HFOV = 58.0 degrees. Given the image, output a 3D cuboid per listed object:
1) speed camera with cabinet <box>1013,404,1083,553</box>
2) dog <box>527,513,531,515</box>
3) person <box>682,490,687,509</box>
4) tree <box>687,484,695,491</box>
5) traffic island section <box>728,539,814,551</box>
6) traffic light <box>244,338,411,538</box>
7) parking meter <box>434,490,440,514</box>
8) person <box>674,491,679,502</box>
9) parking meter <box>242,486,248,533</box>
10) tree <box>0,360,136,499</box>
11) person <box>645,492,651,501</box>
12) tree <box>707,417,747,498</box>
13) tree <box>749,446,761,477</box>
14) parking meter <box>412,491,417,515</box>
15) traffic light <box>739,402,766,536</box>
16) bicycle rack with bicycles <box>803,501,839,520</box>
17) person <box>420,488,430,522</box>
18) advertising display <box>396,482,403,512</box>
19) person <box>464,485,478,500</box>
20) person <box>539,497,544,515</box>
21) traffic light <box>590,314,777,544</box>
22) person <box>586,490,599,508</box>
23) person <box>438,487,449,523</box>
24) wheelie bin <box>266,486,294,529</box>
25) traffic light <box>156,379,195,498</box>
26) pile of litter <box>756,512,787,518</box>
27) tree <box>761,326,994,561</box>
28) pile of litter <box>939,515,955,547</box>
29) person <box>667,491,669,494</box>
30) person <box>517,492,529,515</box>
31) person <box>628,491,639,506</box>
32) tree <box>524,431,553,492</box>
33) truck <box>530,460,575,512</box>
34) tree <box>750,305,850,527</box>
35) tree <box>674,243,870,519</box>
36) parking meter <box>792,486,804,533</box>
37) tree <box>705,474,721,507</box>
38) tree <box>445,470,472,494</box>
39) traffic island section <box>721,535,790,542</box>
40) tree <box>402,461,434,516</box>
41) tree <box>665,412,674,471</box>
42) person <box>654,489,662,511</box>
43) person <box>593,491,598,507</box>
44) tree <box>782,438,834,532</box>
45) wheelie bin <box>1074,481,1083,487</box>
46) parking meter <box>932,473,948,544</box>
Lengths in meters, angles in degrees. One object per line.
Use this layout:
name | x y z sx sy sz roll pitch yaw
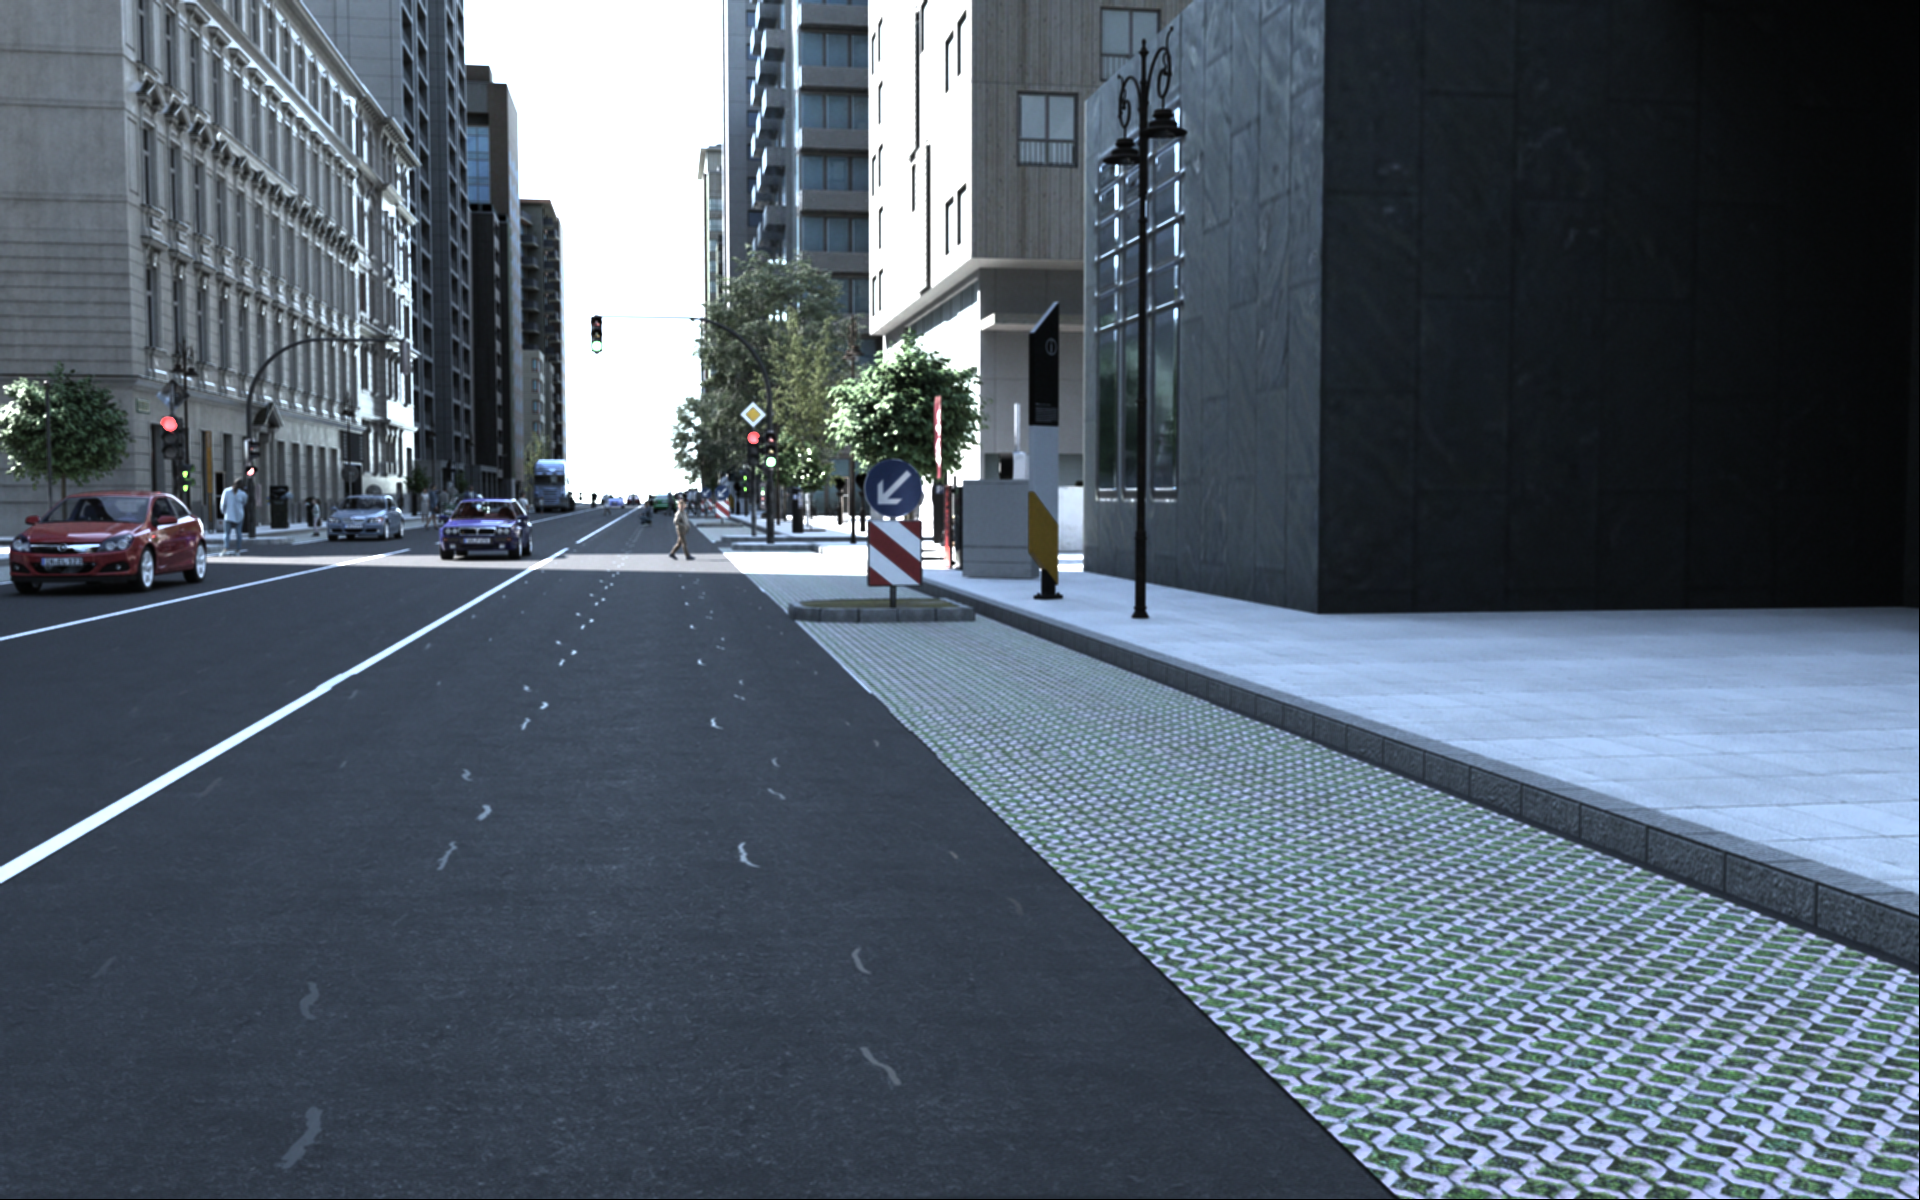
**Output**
speed camera with cabinet | 1.934 -2.680 38.152 2.038 3.252 0.660 0 4 -2
dog | -30.144 -6.109 120.076 0.748 0.427 0.550 0 4 2
person | -24.359 -8.855 153.794 0.721 1.766 1.217 -3 4 -39
tree | -43.440 -17.455 279.988 1.663 3.219 1.824 0 3 0
traffic island section | -4.900 -1.384 44.914 2.009 0.180 2.903 -1 4 -10
traffic light | -18.500 -4.644 50.589 4.771 5.953 1.251 -1 4 -10
parking meter | -33.390 -6.246 110.534 0.372 1.533 0.369 0 3 0
person | -29.694 -10.556 181.534 0.683 1.767 0.568 0 4 -6
parking meter | -23.530 -2.962 56.845 0.372 1.533 0.369 0 3 0
tree | -22.111 -3.607 42.693 4.285 4.588 4.351 0 3 0
person | -36.941 -12.018 205.813 1.217 1.723 0.721 -3 5 -41
tree | -17.136 -11.091 131.707 4.360 8.622 3.978 0 3 0
tree | -8.166 -5.990 81.642 4.285 4.588 4.351 0 3 0
parking meter | -32.376 -5.936 102.758 0.255 1.863 0.399 -2 4 -23
traffic light | -6.297 -3.899 52.663 0.839 4.253 0.868 -1 4 -10
bicycle rack with bicycles | -7.131 -4.575 88.180 2.852 0.926 2.925 1 4 16
person | -26.927 -4.776 87.154 0.480 1.755 0.524 -2 4 -28
advertising display | -30.556 -5.457 94.439 0.123 1.923 0.974 -2 4 -29
person | -20.488 -3.899 72.424 0.721 1.800 0.419 -3 4 -37
person | -28.036 -6.291 116.035 0.332 1.250 0.352 1 4 15
traffic light | -6.988 -4.259 44.299 4.771 5.953 1.251 -1 4 -10
person | -36.905 -10.131 174.168 1.348 1.821 0.705 -2 4 -27
person | -25.684 -4.735 86.197 0.678 1.792 0.850 1 4 15
wheelie bin | -25.284 -3.456 64.414 0.980 1.594 0.693 -1 4 -19
traffic light | -19.191 -3.267 42.332 0.839 4.253 0.868 -1 4 -10
pile of litter | -10.096 -4.783 92.160 1.719 0.858 1.176 1 4 9
tree | -0.886 -3.066 33.836 4.285 4.588 4.351 0 3 0
pile of litter | 0.210 -1.746 42.511 1.719 0.858 1.176 -2 4 -24
person | -30.720 -10.599 182.339 0.990 1.755 0.434 -1 4 -19
person | -15.333 -3.021 60.495 0.503 1.515 0.523 -2 4 -26
person | -40.311 -12.546 213.716 1.350 1.814 0.705 0 4 3
tree | -48.140 -15.072 196.785 4.737 8.622 4.395 0 3 0
truck | -33.233 -9.327 142.250 2.967 4.110 18.799 -1 4 -10
tree | -5.968 -7.137 67.047 4.737 8.622 4.395 0 3 0
tree | -9.437 -11.178 89.414 9.857 13.997 8.962 0 3 0
parking meter | -5.358 -2.985 57.209 0.372 1.533 0.369 0 3 0
tree | -23.896 -10.542 166.959 1.663 3.219 1.824 0 3 0
tree | -35.463 -7.819 122.448 1.663 3.219 1.824 0 3 0
traffic island section | -6.256 -1.866 52.784 2.009 0.180 2.903 -1 4 -10
tree | -31.760 -6.520 101.200 1.663 3.219 1.824 0 3 0
tree | -30.983 -18.492 209.006 9.857 13.997 8.962 0 3 0
person | -25.532 -8.469 146.973 0.705 1.823 1.348 3 5 39
person | -39.287 -10.838 186.145 0.683 1.767 0.568 -2 4 -27
tree | -5.048 -3.974 59.579 1.663 3.219 1.824 0 3 0
wheelie bin | 3.023 -1.997 40.556 0.980 1.594 0.693 -2 4 -24
parking meter | -0.520 -2.380 44.627 0.399 1.863 0.255 0 4 8
